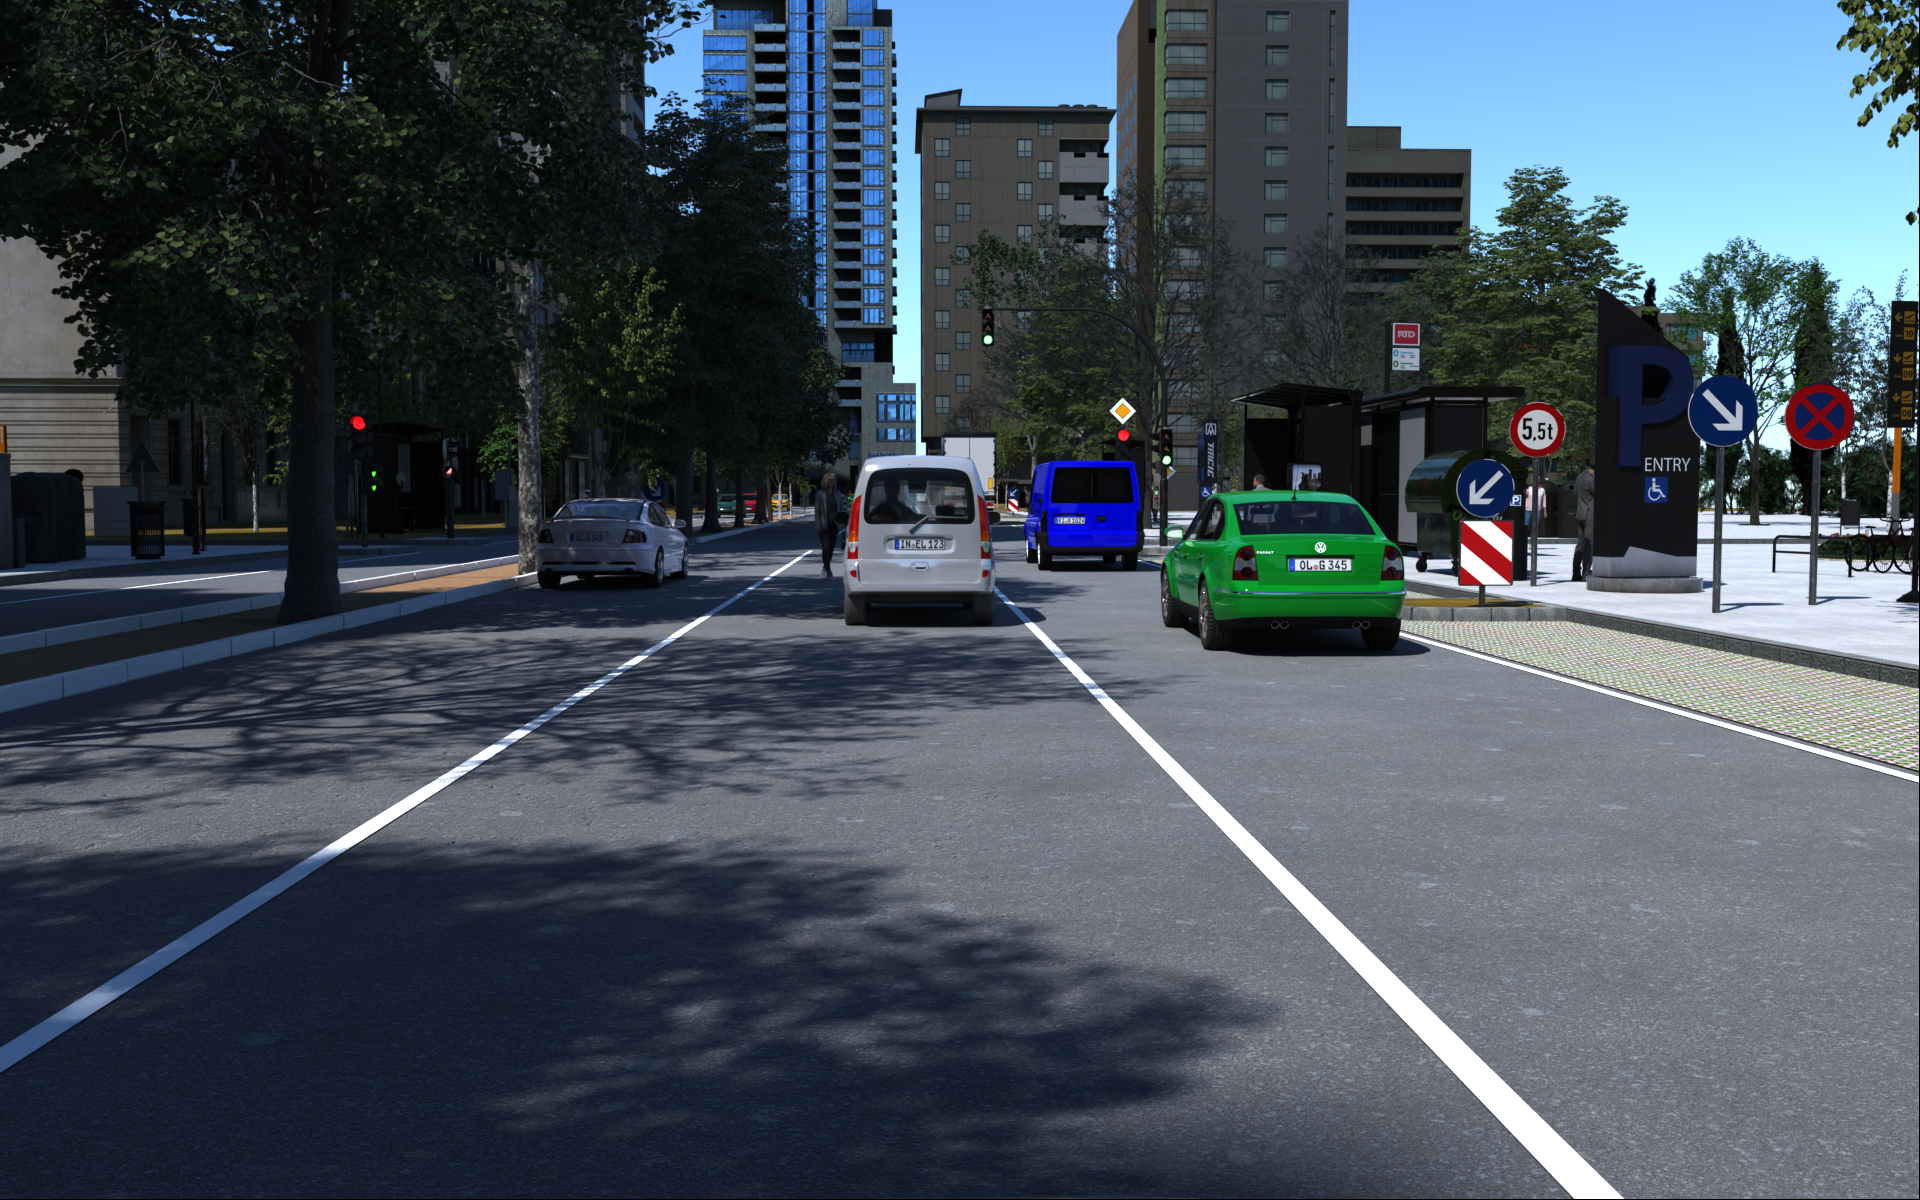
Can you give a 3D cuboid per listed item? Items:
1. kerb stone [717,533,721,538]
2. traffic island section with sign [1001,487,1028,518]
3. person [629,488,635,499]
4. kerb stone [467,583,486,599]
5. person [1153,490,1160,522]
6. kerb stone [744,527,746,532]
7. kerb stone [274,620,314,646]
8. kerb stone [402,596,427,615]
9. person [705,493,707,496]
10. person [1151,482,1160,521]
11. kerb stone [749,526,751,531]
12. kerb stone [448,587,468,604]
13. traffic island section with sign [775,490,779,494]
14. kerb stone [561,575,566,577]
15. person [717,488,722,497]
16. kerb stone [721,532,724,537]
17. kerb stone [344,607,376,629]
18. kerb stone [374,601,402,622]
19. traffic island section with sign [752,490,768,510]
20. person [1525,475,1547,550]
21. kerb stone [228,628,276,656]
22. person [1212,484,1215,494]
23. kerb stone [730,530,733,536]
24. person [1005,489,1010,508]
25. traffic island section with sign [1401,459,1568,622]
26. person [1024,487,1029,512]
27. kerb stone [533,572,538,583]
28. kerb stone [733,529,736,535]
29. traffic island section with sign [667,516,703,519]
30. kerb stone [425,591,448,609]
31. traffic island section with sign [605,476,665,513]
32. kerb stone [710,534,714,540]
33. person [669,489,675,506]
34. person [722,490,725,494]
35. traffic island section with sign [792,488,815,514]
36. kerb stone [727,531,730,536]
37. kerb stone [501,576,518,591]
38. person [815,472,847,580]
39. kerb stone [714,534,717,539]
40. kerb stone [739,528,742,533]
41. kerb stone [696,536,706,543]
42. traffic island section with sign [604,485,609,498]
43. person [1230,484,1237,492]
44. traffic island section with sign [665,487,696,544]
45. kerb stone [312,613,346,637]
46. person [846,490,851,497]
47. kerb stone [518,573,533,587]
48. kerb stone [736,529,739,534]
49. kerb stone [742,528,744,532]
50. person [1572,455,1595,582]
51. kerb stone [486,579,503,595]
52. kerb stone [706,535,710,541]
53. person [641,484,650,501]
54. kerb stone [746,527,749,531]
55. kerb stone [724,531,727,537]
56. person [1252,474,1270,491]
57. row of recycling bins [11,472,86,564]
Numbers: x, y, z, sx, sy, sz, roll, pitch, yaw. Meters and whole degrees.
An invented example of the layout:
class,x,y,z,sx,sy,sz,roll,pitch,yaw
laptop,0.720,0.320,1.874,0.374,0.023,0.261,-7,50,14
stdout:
class,x,y,z,sx,sy,sz,roll,pitch,yaw
kerb stone,-7.827,-2.018,55.261,0.120,0.150,1.000,0,4,-2
traffic island section with sign,2.994,-5.731,102.334,1.989,1.847,2.006,0,4,-2
person,-23.186,-7.079,122.530,0.760,1.731,0.466,2,4,25
kerb stone,-6.776,-0.108,23.969,0.120,0.150,1.000,0,4,-2
person,8.991,-4.362,79.179,0.330,1.601,0.589,0,4,4
kerb stone,-8.150,-2.585,64.466,0.120,0.150,1.000,0,4,-2
kerb stone,-6.521,0.332,16.791,0.120,0.150,1.000,0,4,-2
kerb stone,-6.659,0.080,20.882,0.120,0.150,1.000,0,4,-2
person,-24.096,-9.624,164.872,0.593,1.643,0.415,2,4,34
person,9.018,-4.607,81.151,0.755,1.850,0.659,1,4,9
kerb stone,-8.220,-2.707,66.532,0.120,0.150,1.000,0,4,-2
kerb stone,-6.735,-0.045,22.933,0.120,0.150,1.000,0,4,-2
traffic island section with sign,-18.720,-10.395,178.584,1.989,1.847,2.006,0,4,-2
kerb stone,-7.017,-0.547,31.146,0.120,0.150,1.000,0,4,-2
person,-17.503,-7.156,124.864,0.648,1.900,0.474,2,4,24
kerb stone,-7.864,-2.077,56.283,0.120,0.150,1.000,0,4,-2
kerb stone,-6.594,0.205,18.838,0.120,0.150,1.000,0,4,-2
kerb stone,-6.633,0.144,19.859,0.120,0.150,1.000,0,4,-2
traffic island section with sign,-17.824,-8.747,151.644,1.989,1.847,2.006,0,4,-2
person,13.104,-2.034,39.965,0.731,1.740,0.598,0,3,0
kerb stone,-6.495,0.393,15.768,0.120,0.150,1.000,0,4,-2
person,14.402,-5.692,98.948,0.661,1.843,0.795,0,4,-1
kerb stone,-7.965,-2.273,59.353,0.120,0.150,1.000,0,4,-2
person,4.267,-9.091,155.595,0.541,1.710,0.530,-3,4,-36
traffic island section with sign,5.782,-0.712,20.271,1.989,1.847,2.006,0,4,-2
person,4.581,-7.025,121.236,0.599,1.781,0.374,-3,5,-41
kerb stone,-6.914,-0.359,28.072,0.120,0.150,1.000,0,4,-2
kerb stone,-8.002,-2.335,60.375,0.120,0.150,1.000,0,4,-2
traffic island section with sign,-16.125,-5.685,101.582,1.989,1.847,2.006,0,4,-2
kerb stone,-6.705,0.017,21.911,0.120,0.150,1.000,0,4,-2
traffic island section with sign,-8.440,-2.092,42.344,2.006,1.907,1.989,0,4,-2
kerb stone,-7.760,-1.897,53.216,0.120,0.150,1.000,0,4,-2
person,-31.448,-11.229,189.647,0.705,1.822,1.348,-3,5,-44
person,-25.091,-10.839,183.967,1.217,1.736,0.721,-1,4,-12
traffic island section with sign,-11.236,-7.138,124.842,2.006,1.907,1.989,0,4,-2
kerb stone,-7.940,-2.210,58.331,0.120,0.150,1.000,0,4,-2
kerb stone,-6.842,-0.233,26.012,0.120,0.150,1.000,0,4,-2
person,-2.134,-1.246,29.061,0.709,1.800,0.728,-2,4,-28
kerb stone,-7.795,-1.960,54.237,0.120,0.150,1.000,0,4,-2
kerb stone,-8.070,-2.460,62.423,0.120,0.150,1.000,0,4,-2
kerb stone,-7.691,-1.772,51.165,0.120,0.150,1.000,0,4,-2
traffic island section with sign,-15.209,-4.038,74.642,1.989,1.847,2.006,0,4,-2
person,13.579,-4.852,85.921,0.519,1.759,0.362,0,4,1
traffic island section with sign,-8.681,-2.545,49.747,2.006,1.907,1.989,0,4,-2
kerb stone,-6.565,0.270,17.812,0.120,0.150,1.000,0,4,-2
person,-11.863,-10.926,187.082,1.348,1.831,0.705,-3,5,-41
kerb stone,-6.873,-0.293,27.044,0.120,0.150,1.000,0,4,-2
kerb stone,-8.041,-2.393,61.400,0.120,0.150,1.000,0,4,-2
kerb stone,-8.108,-2.523,63.445,0.120,0.150,1.000,0,4,-2
person,9.240,-1.192,25.346,0.447,1.846,0.655,0,4,-8
kerb stone,-6.806,-0.165,24.991,0.120,0.150,1.000,0,4,-2
kerb stone,-7.723,-1.834,52.186,0.120,0.150,1.000,0,4,-2
person,-9.259,-2.588,51.390,0.524,1.755,0.480,-1,4,-11
kerb stone,-8.183,-2.644,65.503,0.120,0.150,1.000,0,4,-2
kerb stone,-7.905,-2.148,57.309,0.120,0.150,1.000,0,4,-2
person,5.823,-1.519,33.434,0.635,1.810,0.391,-3,4,-38
row of recycling bins,-17.614,-1.613,33.487,1.069,1.692,3.534,-1,4,-17
